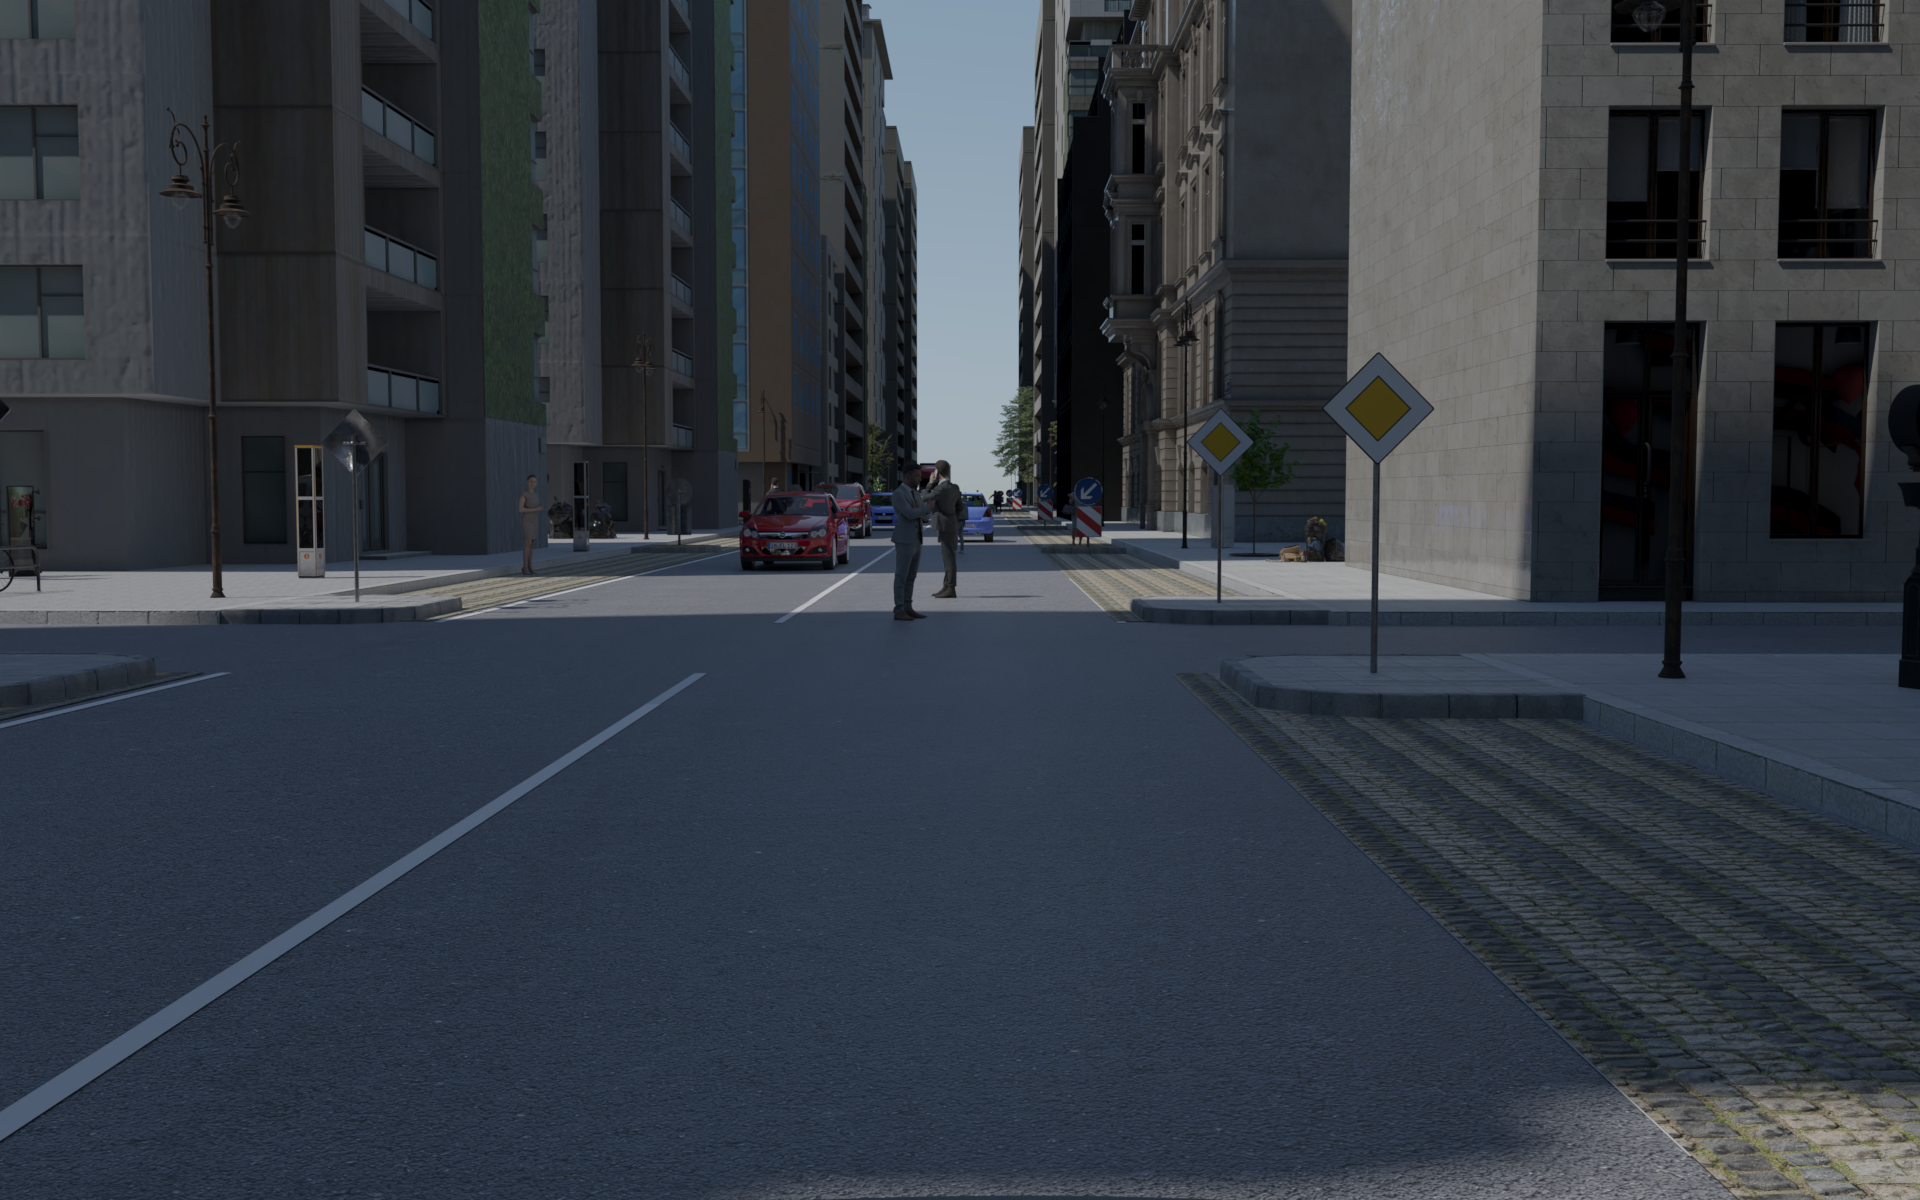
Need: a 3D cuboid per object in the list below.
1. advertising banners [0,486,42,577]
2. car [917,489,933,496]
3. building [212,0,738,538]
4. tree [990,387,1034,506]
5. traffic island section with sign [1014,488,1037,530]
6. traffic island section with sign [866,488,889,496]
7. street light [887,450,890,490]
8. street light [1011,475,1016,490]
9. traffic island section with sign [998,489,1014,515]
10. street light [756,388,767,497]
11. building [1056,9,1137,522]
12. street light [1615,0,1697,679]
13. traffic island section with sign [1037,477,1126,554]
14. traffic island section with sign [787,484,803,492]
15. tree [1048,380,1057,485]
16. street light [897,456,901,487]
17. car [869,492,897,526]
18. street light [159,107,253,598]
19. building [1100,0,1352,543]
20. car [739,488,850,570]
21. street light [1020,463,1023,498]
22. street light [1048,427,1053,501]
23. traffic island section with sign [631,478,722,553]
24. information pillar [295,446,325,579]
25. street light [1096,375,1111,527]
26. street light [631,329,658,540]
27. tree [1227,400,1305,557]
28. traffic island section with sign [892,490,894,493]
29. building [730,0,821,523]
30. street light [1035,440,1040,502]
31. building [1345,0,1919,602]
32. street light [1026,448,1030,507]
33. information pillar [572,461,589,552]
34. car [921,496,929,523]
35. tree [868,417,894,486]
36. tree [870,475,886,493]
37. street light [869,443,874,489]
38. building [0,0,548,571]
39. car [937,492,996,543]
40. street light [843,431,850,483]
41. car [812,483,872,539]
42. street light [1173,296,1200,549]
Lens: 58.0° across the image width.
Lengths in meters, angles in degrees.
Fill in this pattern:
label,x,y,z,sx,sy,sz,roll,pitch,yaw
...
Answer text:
label,x,y,z,sx,sy,sz,roll,pitch,yaw
advertising banners,-14.863,-1.833,26.152,0.090,3.025,2.074,2,4,25
car,-2.931,-8.302,144.403,2.281,1.827,5.304,0,4,1
building,-15.809,-23.025,60.060,14.154,41.232,14.086,0,4,1
tree,7.025,-16.203,183.051,7.486,12.596,7.792,0,3,0
traffic island section with sign,3.278,-3.722,69.486,1.989,1.847,2.006,0,4,1
traffic island section with sign,-6.117,-6.778,119.444,1.989,1.847,2.006,0,4,1
street light,-7.422,-12.695,180.356,0.468,5.910,1.993,0,4,1
street light,7.572,-17.247,254.768,0.468,5.910,1.993,0,4,1
traffic island section with sign,3.814,-6.797,119.759,1.989,1.847,2.006,0,4,1
street light,-8.577,-6.302,75.825,0.468,5.910,1.993,0,4,1
building,11.415,-15.774,87.575,12.332,23.373,15.834,0,4,1
street light,4.979,-2.394,11.936,0.468,5.910,1.993,0,4,1
traffic island section with sign,2.971,-2.049,42.132,1.989,1.847,2.006,0,4,1
traffic island section with sign,-6.654,-3.757,70.050,1.989,1.847,2.006,0,4,1
tree,7.126,-9.435,104.625,4.737,8.622,4.395,0,3,0
street light,-7.273,-14.380,207.896,0.468,5.910,1.993,0,4,1
car,-2.967,-3.654,69.337,1.945,1.707,3.694,0,3,0
street light,-9.185,-2.964,21.257,0.468,5.910,1.993,0,4,1
building,12.394,-14.848,61.849,14.460,24.649,34.723,0,4,1
car,-3.215,-1.535,34.135,2.155,1.783,4.494,0,4,2
street light,7.057,-13.889,199.873,0.468,5.910,1.993,0,4,1
street light,6.126,-8.814,116.900,0.468,5.910,1.993,0,4,1
traffic island section with sign,-6.938,-2.080,42.639,1.989,1.847,2.006,0,4,1
information pillar,-9.895,-1.339,26.377,0.304,2.012,0.304,0,4,6
street light,5.596,-5.807,67.725,0.468,5.910,1.993,0,4,1
street light,-8.833,-4.638,48.612,0.468,5.910,1.993,0,4,1
tree,5.972,-2.506,35.580,1.663,3.219,1.824,0,3,0
traffic island section with sign,-5.816,-8.471,147.133,1.989,1.847,2.006,0,4,1
building,-14.209,-26.417,82.021,14.600,45.320,14.200,0,4,1
street light,6.497,-10.486,144.227,0.468,5.910,1.993,0,4,1
building,15.219,-10.412,24.986,16.860,20.320,10.420,0,4,1
street light,6.743,-12.149,171.428,0.468,5.910,1.993,0,4,1
information pillar,-8.452,-2.086,38.605,0.304,2.012,0.304,0,4,1
car,-2.537,-4.583,87.286,2.083,1.381,4.827,0,4,1
tree,-8.623,-13.205,166.263,4.737,8.622,4.395,0,3,0
tree,-8.102,-10.875,172.406,1.663,3.219,1.824,0,3,0
street light,-7.718,-10.983,152.357,0.468,5.910,1.993,0,4,1
building,-16.972,-21.404,33.543,14.154,41.232,14.086,0,4,1
car,0.141,-2.626,52.523,1.945,1.707,3.694,0,4,-1
street light,-8.091,-9.268,124.323,0.468,5.910,1.993,0,4,1
car,-4.036,-2.966,57.169,2.281,1.827,5.304,0,4,1
street light,5.291,-4.149,40.618,0.468,5.910,1.993,0,4,1
